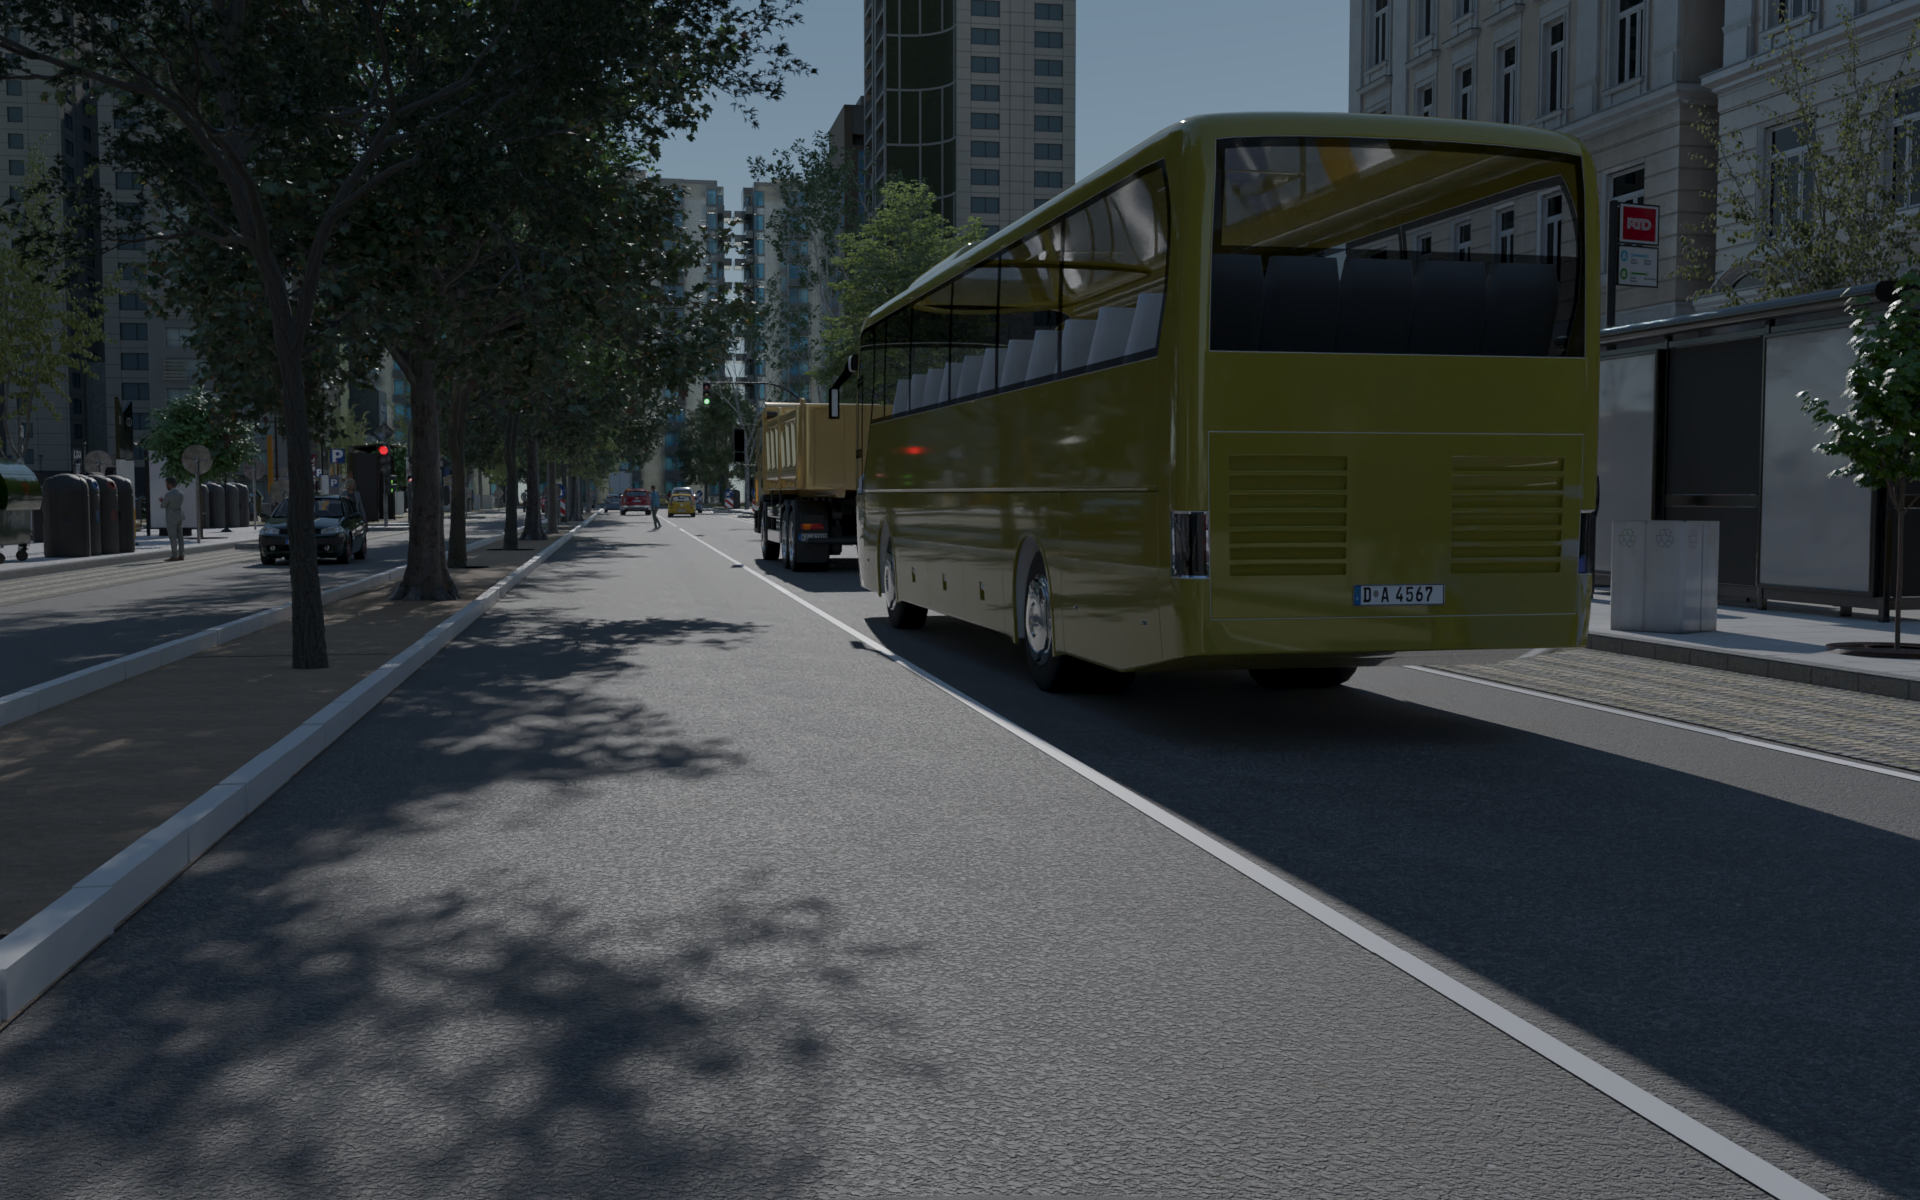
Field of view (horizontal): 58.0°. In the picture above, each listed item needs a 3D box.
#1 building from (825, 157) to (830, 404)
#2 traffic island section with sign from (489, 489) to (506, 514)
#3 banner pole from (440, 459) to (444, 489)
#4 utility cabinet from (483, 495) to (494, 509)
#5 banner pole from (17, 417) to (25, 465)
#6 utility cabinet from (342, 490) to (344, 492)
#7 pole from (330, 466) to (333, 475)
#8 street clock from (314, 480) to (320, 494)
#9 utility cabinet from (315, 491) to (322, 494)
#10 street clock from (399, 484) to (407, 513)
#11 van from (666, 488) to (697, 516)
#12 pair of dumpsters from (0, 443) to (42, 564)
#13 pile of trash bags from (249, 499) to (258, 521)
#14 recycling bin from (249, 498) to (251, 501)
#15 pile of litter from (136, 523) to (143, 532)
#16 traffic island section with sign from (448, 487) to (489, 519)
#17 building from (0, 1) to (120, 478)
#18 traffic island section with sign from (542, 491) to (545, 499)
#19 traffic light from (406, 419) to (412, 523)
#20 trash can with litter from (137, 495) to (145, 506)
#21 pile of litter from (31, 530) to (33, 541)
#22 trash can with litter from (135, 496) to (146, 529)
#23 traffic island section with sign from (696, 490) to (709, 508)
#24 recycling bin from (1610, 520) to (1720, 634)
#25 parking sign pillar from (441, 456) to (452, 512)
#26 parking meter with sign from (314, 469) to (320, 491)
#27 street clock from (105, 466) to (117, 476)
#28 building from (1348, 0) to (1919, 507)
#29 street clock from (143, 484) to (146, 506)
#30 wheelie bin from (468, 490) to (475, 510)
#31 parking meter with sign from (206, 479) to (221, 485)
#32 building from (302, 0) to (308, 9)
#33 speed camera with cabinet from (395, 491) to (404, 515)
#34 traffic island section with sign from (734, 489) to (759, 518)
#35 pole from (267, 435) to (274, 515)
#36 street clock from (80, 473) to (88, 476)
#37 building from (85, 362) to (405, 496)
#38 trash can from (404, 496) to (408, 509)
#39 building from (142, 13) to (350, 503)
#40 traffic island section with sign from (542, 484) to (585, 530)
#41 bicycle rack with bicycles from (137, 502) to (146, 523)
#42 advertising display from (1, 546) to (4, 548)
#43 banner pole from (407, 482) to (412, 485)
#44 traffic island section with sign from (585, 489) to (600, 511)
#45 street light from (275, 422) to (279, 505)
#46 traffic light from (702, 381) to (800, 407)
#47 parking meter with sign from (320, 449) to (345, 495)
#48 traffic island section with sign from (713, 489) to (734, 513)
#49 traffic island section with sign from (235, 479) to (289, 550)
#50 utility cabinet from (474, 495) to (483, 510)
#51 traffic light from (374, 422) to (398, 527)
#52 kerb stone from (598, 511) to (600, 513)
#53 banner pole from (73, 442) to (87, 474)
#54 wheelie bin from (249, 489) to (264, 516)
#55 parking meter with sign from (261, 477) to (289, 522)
[{"bbox_3d":[-9.497,-32.232,210.586,14.154,41.232,14.086,-1,4,-11],"label":"building"},{"bbox_3d":[-33.590,-7.201,126.360,1.989,1.847,2.006,-1,4,-11],"label":"traffic island section with sign"},{"bbox_3d":[-35.946,-7.873,118.743,0.401,3.779,0.863,-3,5,-41],"label":"banner pole"},{"bbox_3d":[-40.188,-8.339,147.511,1.020,1.237,0.306,2,4,28],"label":"utility cabinet"},{"bbox_3d":[-28.201,-3.796,52.076,0.401,3.779,0.863,-1,4,-16],"label":"banner pole"},{"bbox_3d":[-28.227,-4.271,78.513,0.318,1.500,1.173,0,4,-2],"label":"utility cabinet"},{"bbox_3d":[-45.763,-8.096,126.208,0.158,3.312,0.155,0,3,0],"label":"pole"},{"bbox_3d":[-34.289,-5.366,92.309,0.358,2.002,0.471,-1,4,-13],"label":"street clock"},{"bbox_3d":[-42.791,-6.551,115.779,1.173,1.500,0.318,0,4,0],"label":"utility cabinet"},{"bbox_3d":[-37.185,-6.798,115.718,0.358,2.002,0.471,3,5,44],"label":"street clock"},{"bbox_3d":[-18.159,-6.494,113.195,2.013,2.044,4.112,-1,4,-10],"label":"van"},{"bbox_3d":[-17.950,-1.744,31.006,1.574,2.255,4.437,-1,4,-11],"label":"pair of dumpsters"},{"bbox_3d":[-34.823,-4.378,81.340,3.447,1.369,1.912,-1,4,-23],"label":"pile of trash bags"},{"bbox_3d":[-47.723,-6.408,117.332,0.722,1.027,0.722,-2,4,-29],"label":"recycling bin"},{"bbox_3d":[-28.391,-2.749,58.914,1.176,0.858,1.719,3,4,36],"label":"pile of litter"},{"bbox_3d":[-28.438,-5.582,99.900,1.989,1.847,2.006,-1,4,-11],"label":"traffic island section with sign"},{"bbox_3d":[-105.204,-45.849,187.877,20.611,71.187,20.563,-1,4,-11],"label":"building"},{"bbox_3d":[-48.588,-11.896,203.121,1.989,1.847,2.006,-1,4,-11],"label":"traffic island section with sign"},{"bbox_3d":[-21.955,-6.197,75.995,4.771,5.953,1.251,-1,4,-11],"label":"traffic light"},{"bbox_3d":[-64.556,-7.633,136.183,0.624,1.170,1.055,2,4,26],"label":"trash can with litter"},{"bbox_3d":[-25.767,-2.083,48.026,1.176,0.858,1.719,-2,4,-27],"label":"pile of litter"},{"bbox_3d":[-30.636,-3.202,63.406,1.678,1.210,2.233,2,4,28],"label":"trash can with litter"},{"bbox_3d":[-27.009,-10.408,178.792,1.989,1.847,2.006,-1,4,-11],"label":"traffic island section with sign"},{"bbox_3d":[6.624,-0.228,16.287,0.722,1.027,0.722,-3,5,-40],"label":"recycling bin"},{"bbox_3d":[-36.302,-8.258,123.495,1.447,3.967,1.447,2,4,32],"label":"parking sign pillar"},{"bbox_3d":[-44.688,-7.548,119.669,1.738,3.016,0.543,3,5,41],"label":"parking meter with sign"},{"bbox_3d":[-21.967,-2.472,44.985,0.358,2.002,0.471,0,4,1],"label":"street clock"},{"bbox_3d":[21.197,-16.232,51.305,13.634,28.700,20.117,-1,4,-11],"label":"building"},{"bbox_3d":[-59.051,-7.405,125.644,0.358,2.002,0.471,-2,4,-23],"label":"street clock"},{"bbox_3d":[-38.854,-7.902,137.101,0.980,1.594,0.693,0,4,-1],"label":"wheelie bin"},{"bbox_3d":[-33.768,-5.018,78.301,0.543,3.016,1.738,0,4,0],"label":"parking meter with sign"},{"bbox_3d":[-69.494,-44.616,167.722,20.563,71.187,20.611,-1,4,-11],"label":"building"},{"bbox_3d":[-35.523,-6.965,108.218,0.660,3.252,2.038,1,4,11],"label":"speed camera with cabinet"},{"bbox_3d":[-12.228,-5.778,103.090,1.989,1.847,2.006,-1,4,-11],"label":"traffic island section with sign"},{"bbox_3d":[-23.868,-4.045,59.987,0.158,3.312,0.155,0,3,0],"label":"pole"},{"bbox_3d":[-30.111,-3.361,59.521,0.471,2.002,0.358,-2,4,-28],"label":"street clock"},{"bbox_3d":[-79.649,-53.745,191.408,31.000,86.520,22.319,-1,4,-11],"label":"building"},{"bbox_3d":[-46.762,-8.199,145.703,0.748,1.137,0.748,0,3,0],"label":"trash can"},{"bbox_3d":[-62.096,-28.622,151.564,14.154,41.232,14.086,-1,4,-11],"label":"building"},{"bbox_3d":[-17.735,-4.185,76.564,2.006,1.907,1.989,-1,4,-11],"label":"traffic island section with sign"},{"bbox_3d":[-37.377,-3.934,77.701,2.925,0.926,2.852,1,4,14],"label":"bicycle rack with bicycles"},{"bbox_3d":[-23.173,-2.196,41.116,0.974,1.923,0.123,0,4,3],"label":"advertising display"},{"bbox_3d":[-37.963,-7.939,119.819,0.863,3.779,0.401,2,4,30],"label":"banner pole"},{"bbox_3d":[-32.138,-8.696,150.315,2.006,1.907,1.989,-1,4,-11],"label":"traffic island section with sign"},{"bbox_3d":[-22.377,-5.130,56.670,0.468,5.910,1.993,-1,4,-11],"label":"street light"},{"bbox_3d":[-8.049,-5.855,70.400,4.771,5.953,1.251,-1,4,-11],"label":"traffic light"},{"bbox_3d":[-23.852,-4.270,66.069,0.543,3.016,1.738,-1,4,-11],"label":"parking meter with sign"},{"bbox_3d":[-17.517,-7.433,130.163,1.989,1.847,2.006,-1,4,-11],"label":"traffic island section with sign"},{"bbox_3d":[-17.811,-2.255,45.497,1.989,1.847,2.006,-1,4,-11],"label":"traffic island section with sign"},{"bbox_3d":[-39.179,-7.848,139.479,1.020,1.237,0.306,0,4,8],"label":"utility cabinet"},{"bbox_3d":[-22.462,-4.820,67.725,0.839,4.253,0.868,-1,4,-11],"label":"traffic light"},{"bbox_3d":[-24.241,-5.695,115.349,0.120,0.150,1.000,-1,4,-11],"label":"kerb stone"},{"bbox_3d":[-42.661,-5.754,84.101,0.863,3.779,0.401,0,4,7],"label":"banner pole"},{"bbox_3d":[-41.081,-5.702,101.134,0.693,1.594,0.980,-1,4,-13],"label":"wheelie bin"},{"bbox_3d":[-31.031,-5.067,79.108,1.738,3.016,0.543,0,4,-4],"label":"parking meter with sign"}]
